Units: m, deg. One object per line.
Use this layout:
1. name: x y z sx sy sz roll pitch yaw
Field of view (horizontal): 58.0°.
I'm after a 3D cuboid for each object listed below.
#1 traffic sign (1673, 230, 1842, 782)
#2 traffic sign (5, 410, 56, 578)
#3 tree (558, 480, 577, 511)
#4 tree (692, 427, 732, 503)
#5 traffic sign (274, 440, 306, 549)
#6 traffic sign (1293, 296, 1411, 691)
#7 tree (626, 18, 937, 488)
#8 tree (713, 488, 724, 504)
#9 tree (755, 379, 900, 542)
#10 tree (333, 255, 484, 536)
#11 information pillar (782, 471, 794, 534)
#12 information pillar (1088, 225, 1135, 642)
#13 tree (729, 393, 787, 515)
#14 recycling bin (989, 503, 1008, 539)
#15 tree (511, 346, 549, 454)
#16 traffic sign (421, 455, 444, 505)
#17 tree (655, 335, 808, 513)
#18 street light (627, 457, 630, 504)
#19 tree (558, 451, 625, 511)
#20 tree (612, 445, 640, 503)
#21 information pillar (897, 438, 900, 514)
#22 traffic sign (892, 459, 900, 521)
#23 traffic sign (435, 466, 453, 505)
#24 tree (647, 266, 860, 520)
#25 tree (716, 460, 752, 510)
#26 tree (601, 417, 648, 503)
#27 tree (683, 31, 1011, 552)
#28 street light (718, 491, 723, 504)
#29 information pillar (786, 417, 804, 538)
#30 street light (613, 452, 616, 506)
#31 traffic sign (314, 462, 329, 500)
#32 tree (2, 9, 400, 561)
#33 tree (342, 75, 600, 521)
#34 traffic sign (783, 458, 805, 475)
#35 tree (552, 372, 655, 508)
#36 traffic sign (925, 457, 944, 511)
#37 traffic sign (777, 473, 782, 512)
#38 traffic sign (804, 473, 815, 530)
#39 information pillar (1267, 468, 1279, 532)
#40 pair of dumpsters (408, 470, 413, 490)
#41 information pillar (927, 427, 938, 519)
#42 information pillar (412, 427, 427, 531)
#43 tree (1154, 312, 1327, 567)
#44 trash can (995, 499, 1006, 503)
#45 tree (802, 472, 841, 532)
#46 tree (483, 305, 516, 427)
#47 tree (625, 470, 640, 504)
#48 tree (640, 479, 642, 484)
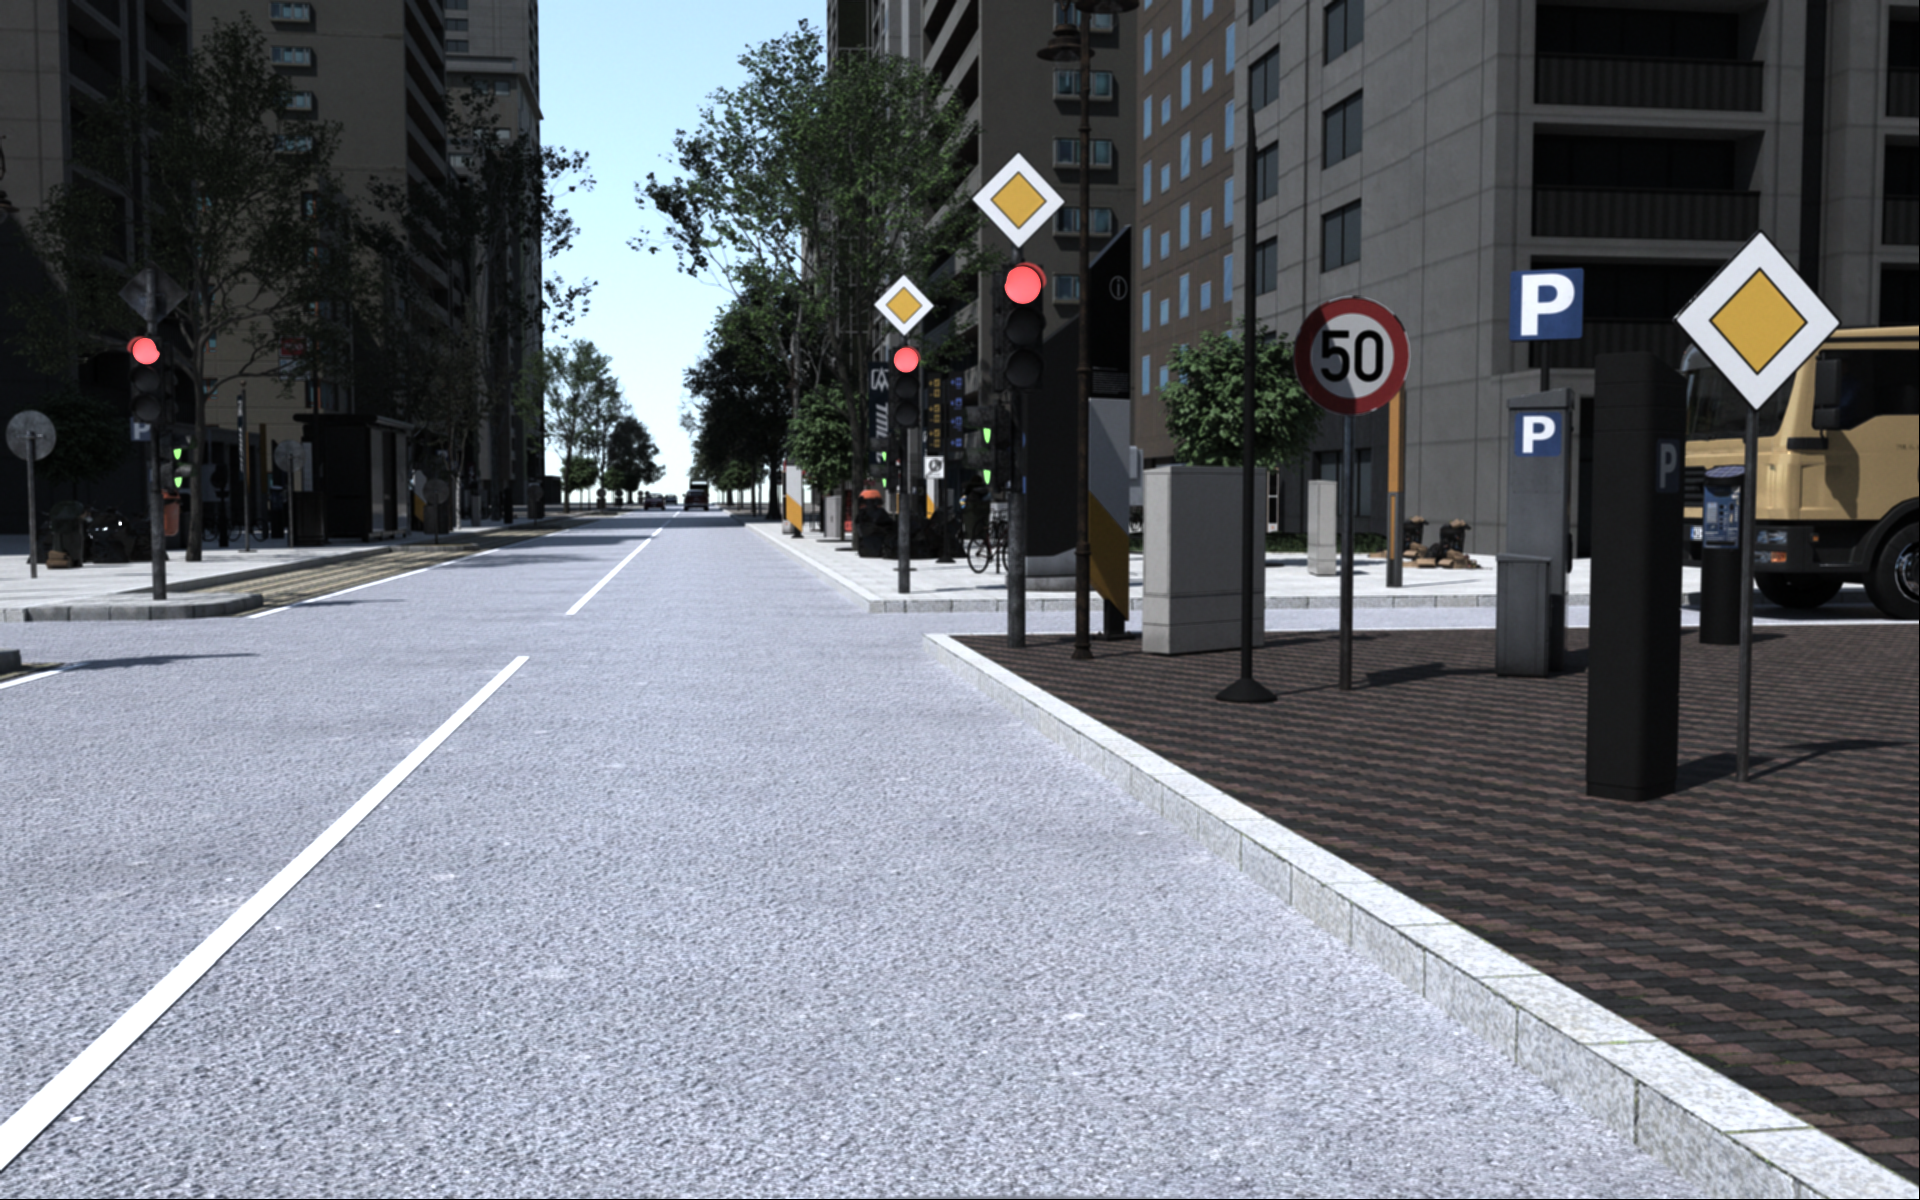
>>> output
1. traffic sign: 3.494 -0.397 7.670 0.795 2.450 0.064 0 4 -8
2. traffic sign: -14.113 -1.603 26.317 0.768 2.556 0.104 0 4 0
3. tree: -29.987 -8.422 132.300 1.663 3.219 1.824 0 3 0
4. tree: -26.764 -17.142 198.391 7.486 12.596 7.792 0 3 0
5. traffic sign: -15.748 -2.484 40.715 0.768 2.556 0.104 0 4 0
6. traffic sign: 2.520 -0.681 11.247 0.768 2.556 0.104 0 4 -3
7. tree: -7.417 -13.205 71.793 12.611 20.169 13.585 0 3 0
8. tree: -29.972 -16.483 219.867 4.737 8.622 4.395 0 3 0
9. tree: -3.153 -3.853 46.716 4.285 4.588 4.351 0 3 0
10. tree: -17.006 -6.284 53.113 4.360 8.622 3.978 0 3 0
11. information pillar: -5.487 -3.112 55.368 0.304 2.012 0.304 1 4 19
12. information pillar: 1.290 -1.450 15.069 0.504 3.616 0.183 -3 4 -37
13. tree: -11.924 -9.397 104.000 4.360 8.622 3.978 0 3 0
14. recycling bin: 1.165 -2.286 49.936 0.722 1.027 0.722 -2 4 -30
15. tree: -25.667 -11.471 113.298 9.928 11.665 9.643 0 3 0
16. traffic sign: -17.346 -3.476 56.936 0.768 2.556 0.104 0 4 1
17. tree: -13.860 -12.547 115.515 12.009 13.543 11.850 0 3 0
18. street light: -41.526 -14.945 217.131 0.468 5.910 1.993 -1 4 -9
19. tree: -28.111 -8.829 128.062 4.285 4.588 4.351 0 3 0
20. tree: -46.503 -17.806 241.486 4.360 8.622 3.978 0 3 0
21. information pillar: -2.164 -4.461 64.294 0.183 3.616 0.504 2 4 31
22. traffic sign: -2.294 -3.656 59.889 0.768 2.556 0.104 0 4 -1
23. traffic sign: -20.202 -4.129 67.515 0.884 2.594 0.081 0 4 -6
24. tree: -9.371 -10.411 87.231 9.611 12.733 9.660 0 3 0
25. tree: -18.222 -9.783 143.663 4.285 4.588 4.351 0 3 0
26. tree: -47.810 -20.450 251.367 9.611 12.733 9.660 0 3 0
27. tree: -2.318 -6.923 38.951 9.928 11.665 9.643 0 3 0
28. street light: -35.339 -17.169 253.493 0.468 5.910 1.993 -1 4 -9
29. information pillar: -4.818 -3.614 50.438 0.504 3.616 0.183 0 4 8
30. street light: -35.659 -12.598 178.758 0.468 5.910 1.993 -1 4 -9
31. traffic sign: -19.696 -3.308 54.084 0.884 2.594 0.081 0 4 -8
32. tree: -14.304 -6.020 32.844 7.601 10.594 8.767 -1 4 -20
33. tree: -23.046 -13.784 81.263 12.611 20.169 13.585 0 3 0
34. traffic sign: -5.120 -3.297 54.005 0.768 2.556 0.104 0 4 -1
35. tree: -34.250 -15.580 165.103 12.009 13.543 11.850 0 3 0
36. traffic sign: -0.672 -2.747 47.040 0.606 2.300 0.079 0 4 -6
37. traffic sign: -9.941 -5.826 95.358 0.768 2.556 0.104 0 4 -8
38. traffic sign: -5.135 -3.714 60.728 0.884 2.594 0.081 0 4 1
39. information pillar: 8.860 -2.722 48.992 0.304 2.012 0.304 1 4 13
40. pair of dumpsters: -21.879 -3.938 66.880 1.574 2.255 4.437 -1 4 -8
41. information pillar: -0.802 -3.645 50.947 0.183 3.616 0.504 -3 4 -36
42. information pillar: -18.553 -4.169 59.522 0.183 3.616 0.504 3 5 40
43. tree: 5.008 -2.877 30.759 4.285 4.588 4.351 0 3 0
44. trash can: 1.419 -2.527 52.970 0.748 1.137 0.748 0 3 0
45. tree: -4.799 -3.973 59.552 1.663 3.219 1.824 0 3 0
46. tree: -18.198 -6.870 62.683 4.360 8.622 3.978 0 3 0
47. tree: -39.134 -12.956 195.549 4.285 4.588 4.351 0 3 0
48. tree: -43.976 -15.115 230.849 4.285 4.588 4.351 0 3 0
